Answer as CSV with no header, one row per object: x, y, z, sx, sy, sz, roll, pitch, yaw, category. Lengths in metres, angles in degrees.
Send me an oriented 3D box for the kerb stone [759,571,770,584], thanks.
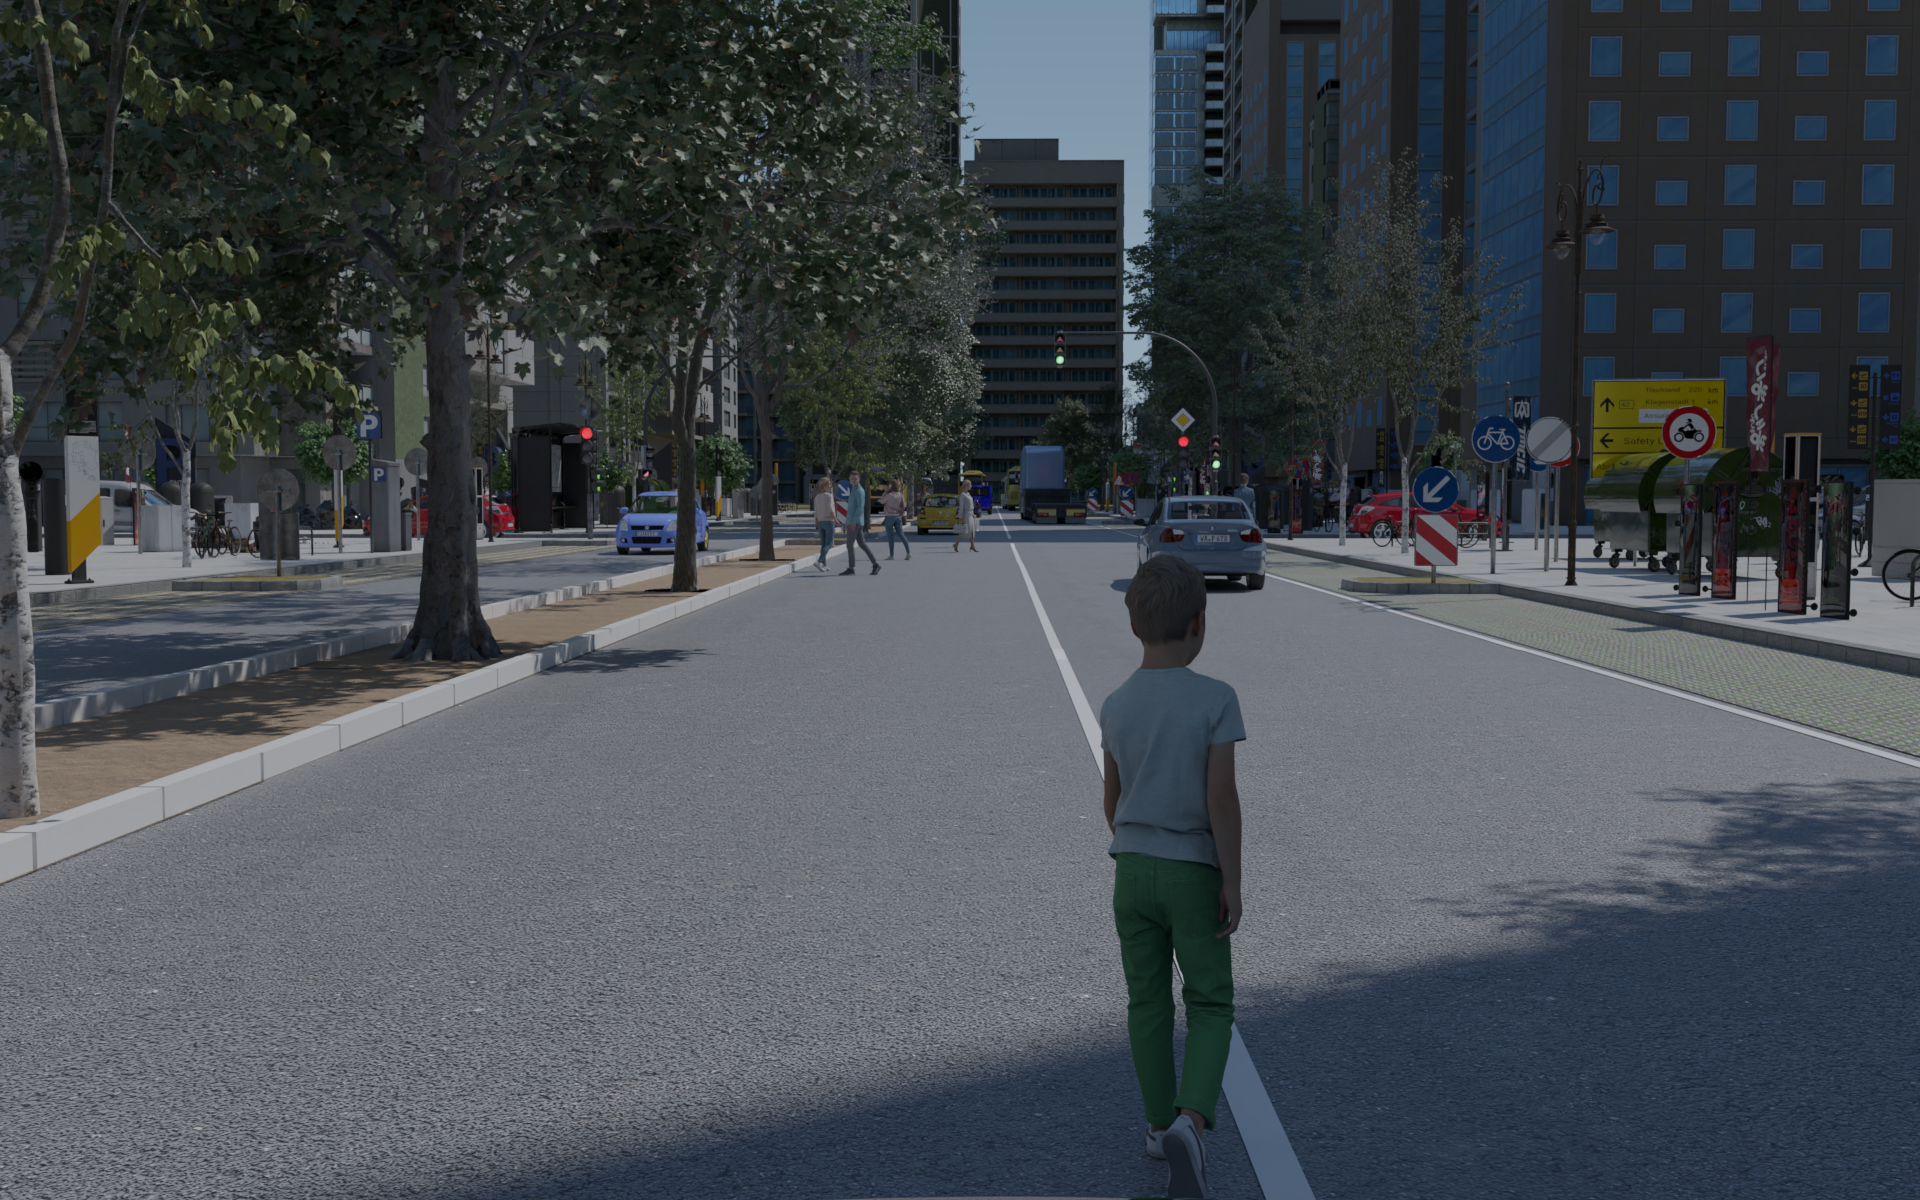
-3.188,-0.332,27.618,0.120,0.150,1.000,0,4,1,kerb stone

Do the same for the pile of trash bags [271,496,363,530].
-23.181,-3.191,61.926,1.912,1.369,3.447,2,4,30,pile of trash bags

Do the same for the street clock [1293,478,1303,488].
14.938,-4.424,76.894,0.471,2.002,0.358,2,4,33,street clock

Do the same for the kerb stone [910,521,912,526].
-2.326,-3.306,76.252,0.120,0.150,1.000,0,4,1,kerb stone

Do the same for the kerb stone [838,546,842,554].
-2.953,-1.144,40.927,0.120,0.150,1.000,0,4,1,kerb stone

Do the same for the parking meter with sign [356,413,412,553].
-12.674,-2.570,38.280,0.543,3.016,1.738,0,4,5,parking meter with sign

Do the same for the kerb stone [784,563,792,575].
-3.144,-0.520,30.690,0.120,0.150,1.000,0,4,1,kerb stone

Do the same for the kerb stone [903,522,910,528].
-2.347,-3.244,75.230,0.120,0.150,1.000,0,4,1,kerb stone

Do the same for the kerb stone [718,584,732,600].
-3.271,-0.080,23.507,0.120,0.150,1.000,0,4,1,kerb stone

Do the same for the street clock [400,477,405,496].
-23.844,-4.219,73.543,0.358,2.002,0.471,3,5,43,street clock

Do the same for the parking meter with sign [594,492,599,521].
-17.564,-5.256,82.195,0.543,3.016,1.738,3,5,44,parking meter with sign

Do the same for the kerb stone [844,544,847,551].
-2.923,-1.269,42.975,0.120,0.150,1.000,0,4,1,kerb stone

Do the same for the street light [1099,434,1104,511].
10.617,-9.638,130.371,0.468,5.910,1.993,0,4,1,street light

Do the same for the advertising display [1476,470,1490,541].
14.398,-2.598,47.688,0.123,1.923,0.974,0,4,3,advertising display

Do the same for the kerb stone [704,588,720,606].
-3.282,-0.017,22.479,0.120,0.150,1.000,0,4,1,kerb stone

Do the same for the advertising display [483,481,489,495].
-22.593,-4.714,82.295,0.123,1.923,0.974,1,4,16,advertising display

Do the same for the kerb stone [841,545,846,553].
-2.935,-1.203,41.949,0.120,0.150,1.000,0,4,1,kerb stone

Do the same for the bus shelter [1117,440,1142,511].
12.410,-9.077,126.035,2.179,5.291,8.768,0,4,1,bus shelter

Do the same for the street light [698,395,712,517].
-11.972,-6.638,81.325,0.468,5.910,1.993,0,4,1,street light

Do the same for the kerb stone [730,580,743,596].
-3.245,-0.143,24.531,0.120,0.150,1.000,0,4,1,kerb stone

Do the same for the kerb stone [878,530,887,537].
-2.637,-2.241,58.848,0.120,0.150,1.000,0,4,1,kerb stone

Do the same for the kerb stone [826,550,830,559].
-3.000,-0.958,37.857,0.120,0.150,1.000,0,4,1,kerb stone

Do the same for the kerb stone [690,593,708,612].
-3.300,0.051,21.447,0.120,0.150,1.000,0,4,1,kerb stone

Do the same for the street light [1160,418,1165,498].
9.753,-6.723,82.703,0.468,5.910,1.993,0,4,1,street light

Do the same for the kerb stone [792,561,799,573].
-3.118,-0.582,31.712,0.120,0.150,1.000,0,4,1,kerb stone

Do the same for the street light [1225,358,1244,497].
9.310,-5.265,58.868,0.468,5.910,1.993,0,4,1,street light

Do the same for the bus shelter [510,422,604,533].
-13.859,-4.198,59.921,1.731,3.624,6.357,0,4,1,bus shelter

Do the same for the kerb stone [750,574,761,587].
-3.215,-0.269,26.588,0.120,0.150,1.000,0,4,1,kerb stone

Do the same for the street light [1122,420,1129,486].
10.182,-8.180,106.537,0.468,5.910,1.993,0,4,1,street light

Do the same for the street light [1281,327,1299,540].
9.180,-4.596,47.939,0.468,5.910,1.993,0,4,1,street light

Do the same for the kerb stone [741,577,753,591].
-3.227,-0.206,25.562,0.120,0.150,1.000,0,4,1,kerb stone

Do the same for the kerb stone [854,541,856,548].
-2.878,-1.389,45.021,0.120,0.150,1.000,0,4,1,kerb stone

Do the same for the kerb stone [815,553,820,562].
-3.044,-0.833,35.807,0.120,0.150,1.000,0,4,1,kerb stone

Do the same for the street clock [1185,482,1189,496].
11.102,-4.916,84.954,0.471,2.002,0.358,2,4,34,street clock

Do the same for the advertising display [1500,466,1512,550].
12.568,-2.119,39.861,0.123,1.923,0.974,1,4,10,advertising display

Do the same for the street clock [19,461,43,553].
-20.390,-2.049,38.067,0.471,2.002,0.358,-2,4,-27,street clock

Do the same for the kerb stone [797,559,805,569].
-3.099,-0.638,32.734,0.120,0.150,1.000,0,4,1,kerb stone

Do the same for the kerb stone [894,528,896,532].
-2.542,-2.553,63.963,0.120,0.150,1.000,0,4,1,kerb stone

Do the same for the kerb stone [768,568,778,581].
-3.172,-0.394,28.640,0.120,0.150,1.000,0,4,1,kerb stone

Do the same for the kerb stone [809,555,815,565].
-3.064,-0.770,34.785,0.120,0.150,1.000,0,4,1,kerb stone

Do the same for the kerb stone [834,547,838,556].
-2.971,-1.080,39.905,0.120,0.150,1.000,0,4,1,kerb stone

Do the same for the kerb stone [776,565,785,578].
-3.154,-0.457,29.668,0.120,0.150,1.000,0,4,1,kerb stone

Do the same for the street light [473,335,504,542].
-12.523,-4.483,46.080,0.468,5.910,1.993,0,4,1,street light

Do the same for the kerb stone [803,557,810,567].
-3.084,-0.707,33.756,0.120,0.150,1.000,0,4,1,kerb stone

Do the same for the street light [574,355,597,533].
-12.303,-5.154,57.060,0.468,5.910,1.993,0,4,1,street light

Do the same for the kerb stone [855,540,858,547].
-2.857,-1.459,46.053,0.120,0.150,1.000,0,4,1,kerb stone

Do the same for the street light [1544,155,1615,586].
8.570,-3.139,24.108,0.468,5.910,1.993,0,4,1,street light

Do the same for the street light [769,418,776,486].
-11.456,-8.113,105.438,0.468,5.910,1.993,0,4,1,street light

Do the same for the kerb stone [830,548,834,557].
-2.993,-1.021,38.883,0.120,0.150,1.000,0,4,1,kerb stone

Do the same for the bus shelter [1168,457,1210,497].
12.939,-6.322,97.286,2.014,3.302,5.546,0,4,1,bus shelter
